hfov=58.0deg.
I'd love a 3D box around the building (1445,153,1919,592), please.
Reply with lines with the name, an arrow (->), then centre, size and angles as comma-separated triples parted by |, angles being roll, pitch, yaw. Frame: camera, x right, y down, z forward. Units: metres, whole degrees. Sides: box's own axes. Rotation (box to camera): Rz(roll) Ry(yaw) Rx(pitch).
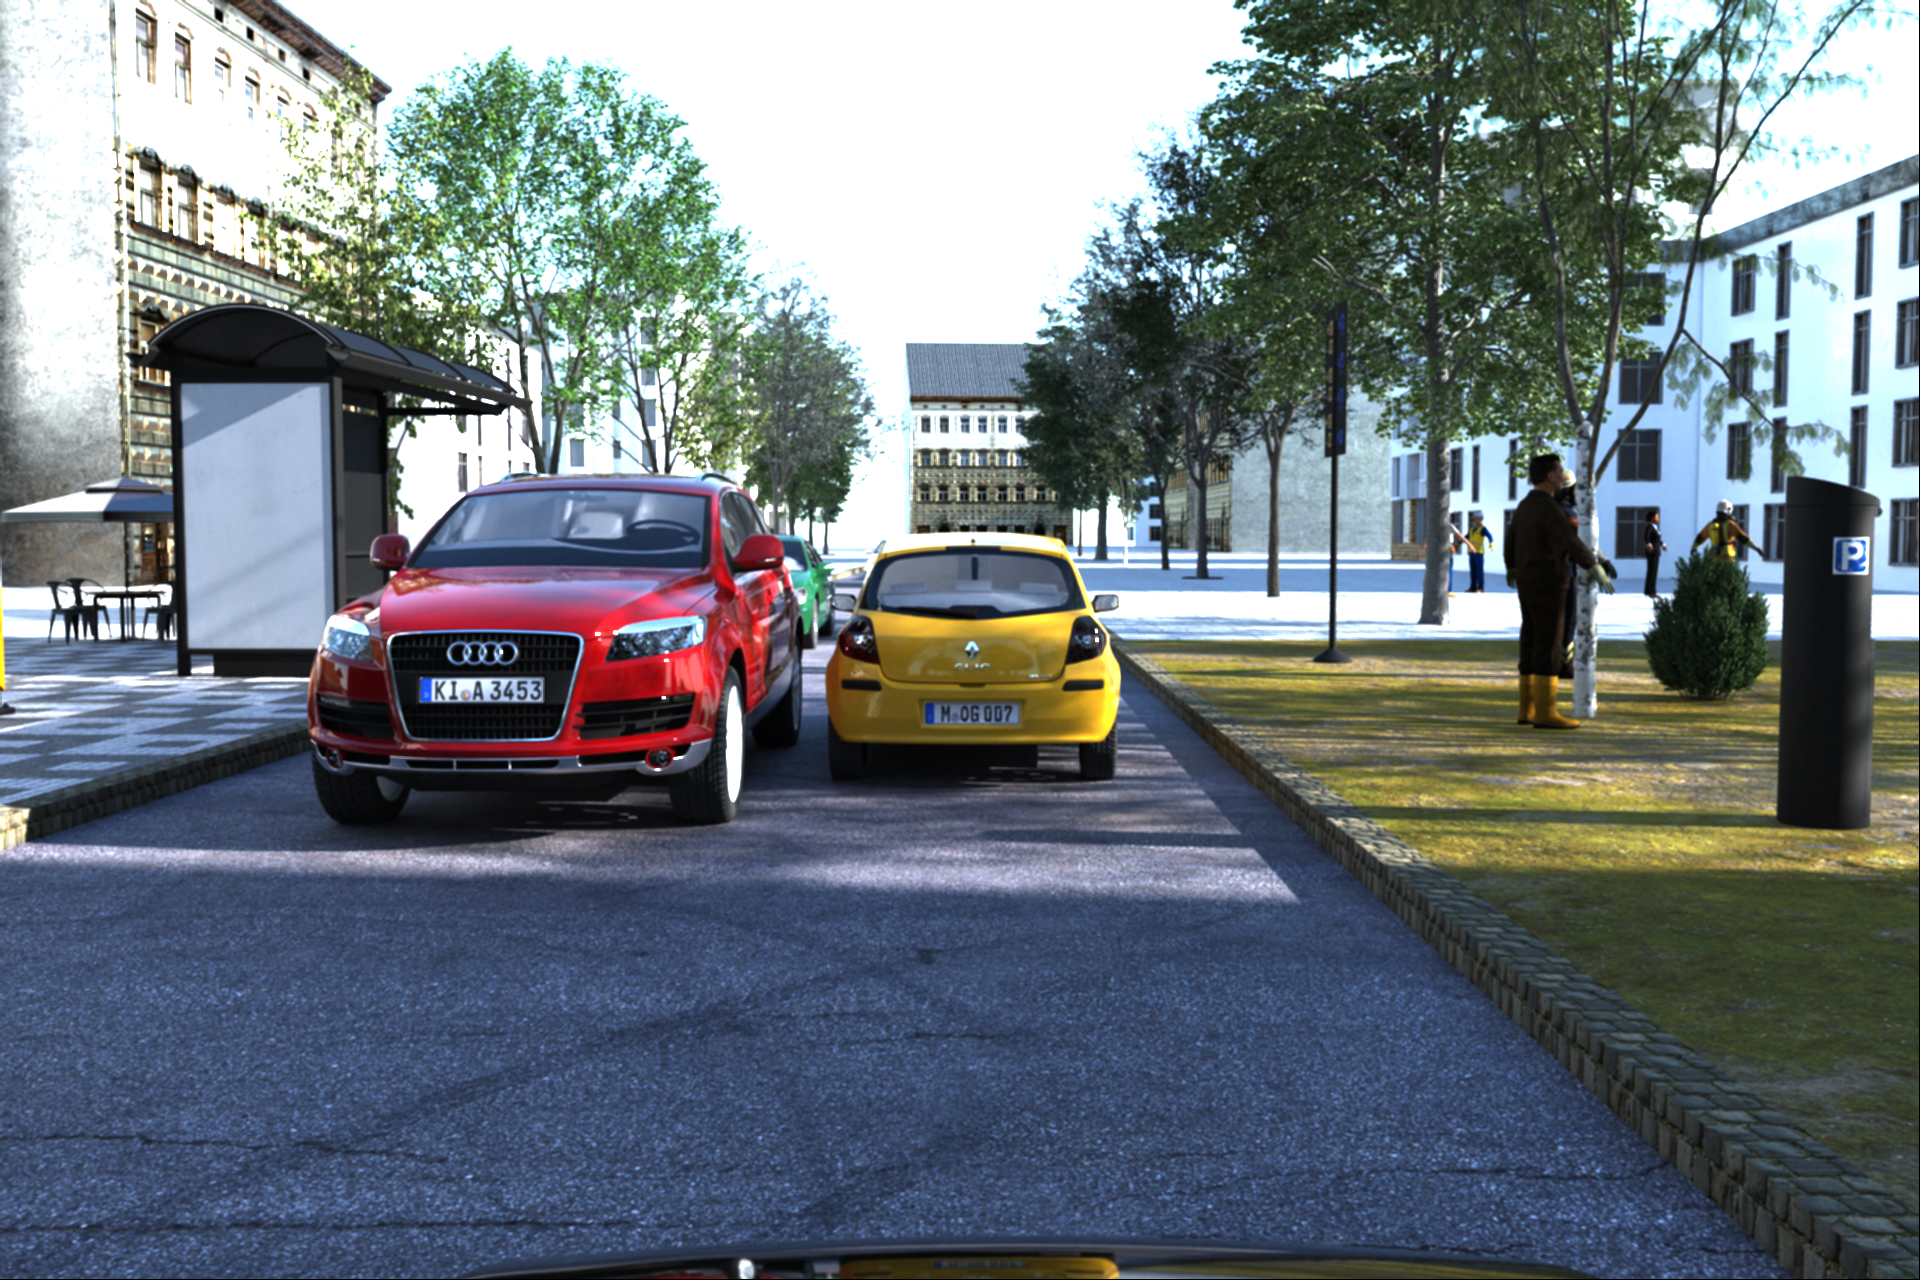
building -> 21.903, -6.581, 49.743 | 9.099, 9.664, 28.070 | 0, 4, 0

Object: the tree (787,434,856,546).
tree -> -16.480, -17.464, 192.185 | 9.857, 13.997, 8.962 | 0, 3, 0

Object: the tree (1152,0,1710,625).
tree -> 6.653, -6.521, 24.747 | 7.486, 12.596, 7.792 | 0, 3, 0

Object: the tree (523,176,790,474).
tree -> -8.626, -7.590, 49.857 | 9.928, 11.665, 9.643 | 0, 3, 0

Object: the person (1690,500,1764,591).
person -> 12.954, -1.444, 29.377 | 0.705, 1.858, 1.354 | -2, 4, -32

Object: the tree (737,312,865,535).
tree -> -8.375, -10.457, 89.092 | 7.486, 12.596, 7.792 | 0, 3, 0

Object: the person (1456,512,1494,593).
person -> 11.209, -1.914, 37.763 | 0.721, 1.772, 1.216 | -2, 4, -25

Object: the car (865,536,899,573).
car -> -1.566, -2.197, 48.286 | 2.083, 1.381, 4.827 | 0, 4, 1

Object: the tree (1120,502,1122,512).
tree -> 19.876, -14.771, 191.874 | 4.360, 8.622, 3.978 | 0, 3, 0

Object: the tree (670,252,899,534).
tree -> -7.919, -10.083, 75.235 | 12.009, 13.543, 11.850 | 0, 3, 0

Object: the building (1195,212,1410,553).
building -> 27.708, -18.061, 126.231 | 19.493, 23.208, 18.063 | 0, 4, 1

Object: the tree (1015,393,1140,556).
tree -> 6.703, -10.062, 98.921 | 8.767, 10.594, 7.601 | 2, 4, 32

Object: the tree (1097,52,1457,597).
tree -> 6.112, -6.135, 34.719 | 7.601, 10.594, 8.767 | -3, 5, -42

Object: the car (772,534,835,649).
car -> -2.696, -0.692, 23.115 | 2.131, 1.459, 4.920 | 0, 4, 0

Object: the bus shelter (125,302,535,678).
bus shelter -> -6.181, -1.469, 17.947 | 2.014, 3.302, 5.546 | 0, 4, 2

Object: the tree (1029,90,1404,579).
tree -> 6.853, -8.485, 49.095 | 12.009, 13.543, 11.850 | 0, 3, 0

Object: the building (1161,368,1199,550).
building -> 27.796, -19.486, 149.527 | 19.493, 23.208, 18.063 | 0, 3, 0

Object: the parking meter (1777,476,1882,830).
parking meter -> 3.833, 0.047, 7.649 | 0.372, 1.533, 0.369 | 0, 3, 0

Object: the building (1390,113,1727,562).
building -> 26.477, -13.940, 84.343 | 16.016, 20.090, 11.380 | 0, 4, 0

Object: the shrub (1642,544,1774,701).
shrub -> 5.804, -0.143, 13.451 | 1.383, 1.207, 1.383 | 0, 3, 0

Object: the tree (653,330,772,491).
tree -> -8.868, -6.731, 60.422 | 4.737, 8.622, 4.395 | 0, 3, 0

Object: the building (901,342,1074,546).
building -> 2.752, -22.287, 197.773 | 18.063, 23.208, 19.493 | 0, 4, -5

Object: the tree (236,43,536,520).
tree -> -8.966, -4.697, 27.163 | 4.737, 8.622, 4.395 | 0, 3, 0

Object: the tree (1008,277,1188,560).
tree -> 6.936, -10.898, 84.831 | 9.857, 13.997, 8.962 | 0, 3, 0

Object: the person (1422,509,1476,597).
person -> 9.957, -1.813, 35.493 | 0.705, 1.847, 1.347 | -2, 4, -34

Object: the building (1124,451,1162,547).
building -> 22.019, -14.192, 174.188 | 9.099, 9.664, 28.070 | 0, 4, 1

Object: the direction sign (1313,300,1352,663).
direction sign -> 3.740, -1.547, 17.292 | 0.379, 3.537, 0.876 | 0, 4, 1

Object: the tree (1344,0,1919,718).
tree -> 4.435, -3.778, 12.141 | 4.360, 8.622, 3.978 | 0, 3, 0

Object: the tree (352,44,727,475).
tree -> -8.666, -6.756, 36.210 | 9.928, 11.665, 9.643 | 0, 3, 0

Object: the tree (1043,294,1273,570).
tree -> 7.358, -7.807, 62.051 | 8.767, 10.594, 7.601 | 0, 4, -6

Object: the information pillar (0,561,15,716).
information pillar -> -6.856, -1.265, 12.038 | 0.183, 3.616, 0.504 | 0, 3, 0

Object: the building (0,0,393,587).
building -> -29.081, -13.401, 50.043 | 19.493, 23.208, 18.063 | 0, 4, 1

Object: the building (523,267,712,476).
building -> -24.489, -16.264, 122.337 | 16.016, 20.090, 11.380 | 0, 4, 1

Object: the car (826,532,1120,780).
car -> 0.095, -0.080, 11.530 | 2.015, 1.641, 3.980 | 0, 4, 1

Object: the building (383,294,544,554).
building -> -22.423, -8.108, 74.707 | 9.099, 9.664, 28.070 | 0, 4, 1

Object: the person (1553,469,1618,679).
person -> 5.378, -0.591, 15.448 | 0.705, 1.856, 1.354 | -1, 4, -12

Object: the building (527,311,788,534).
building -> -25.634, -17.564, 153.628 | 16.747, 18.905, 31.486 | 0, 4, 1

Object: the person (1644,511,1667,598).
person -> 14.034, -1.724, 34.901 | 0.721, 1.740, 1.216 | 3, 4, 36

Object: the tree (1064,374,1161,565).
tree -> 7.021, -7.398, 71.323 | 4.360, 8.622, 3.978 | 0, 3, 0

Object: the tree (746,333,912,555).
tree -> -8.046, -11.922, 105.287 | 12.009, 13.543, 11.850 | 0, 3, 0

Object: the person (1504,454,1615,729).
person -> 3.905, -0.329, 11.514 | 0.704, 1.812, 1.346 | -1, 4, -8

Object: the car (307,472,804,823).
car -> -2.112, -0.098, 10.275 | 2.281, 1.827, 5.304 | 0, 4, 0
